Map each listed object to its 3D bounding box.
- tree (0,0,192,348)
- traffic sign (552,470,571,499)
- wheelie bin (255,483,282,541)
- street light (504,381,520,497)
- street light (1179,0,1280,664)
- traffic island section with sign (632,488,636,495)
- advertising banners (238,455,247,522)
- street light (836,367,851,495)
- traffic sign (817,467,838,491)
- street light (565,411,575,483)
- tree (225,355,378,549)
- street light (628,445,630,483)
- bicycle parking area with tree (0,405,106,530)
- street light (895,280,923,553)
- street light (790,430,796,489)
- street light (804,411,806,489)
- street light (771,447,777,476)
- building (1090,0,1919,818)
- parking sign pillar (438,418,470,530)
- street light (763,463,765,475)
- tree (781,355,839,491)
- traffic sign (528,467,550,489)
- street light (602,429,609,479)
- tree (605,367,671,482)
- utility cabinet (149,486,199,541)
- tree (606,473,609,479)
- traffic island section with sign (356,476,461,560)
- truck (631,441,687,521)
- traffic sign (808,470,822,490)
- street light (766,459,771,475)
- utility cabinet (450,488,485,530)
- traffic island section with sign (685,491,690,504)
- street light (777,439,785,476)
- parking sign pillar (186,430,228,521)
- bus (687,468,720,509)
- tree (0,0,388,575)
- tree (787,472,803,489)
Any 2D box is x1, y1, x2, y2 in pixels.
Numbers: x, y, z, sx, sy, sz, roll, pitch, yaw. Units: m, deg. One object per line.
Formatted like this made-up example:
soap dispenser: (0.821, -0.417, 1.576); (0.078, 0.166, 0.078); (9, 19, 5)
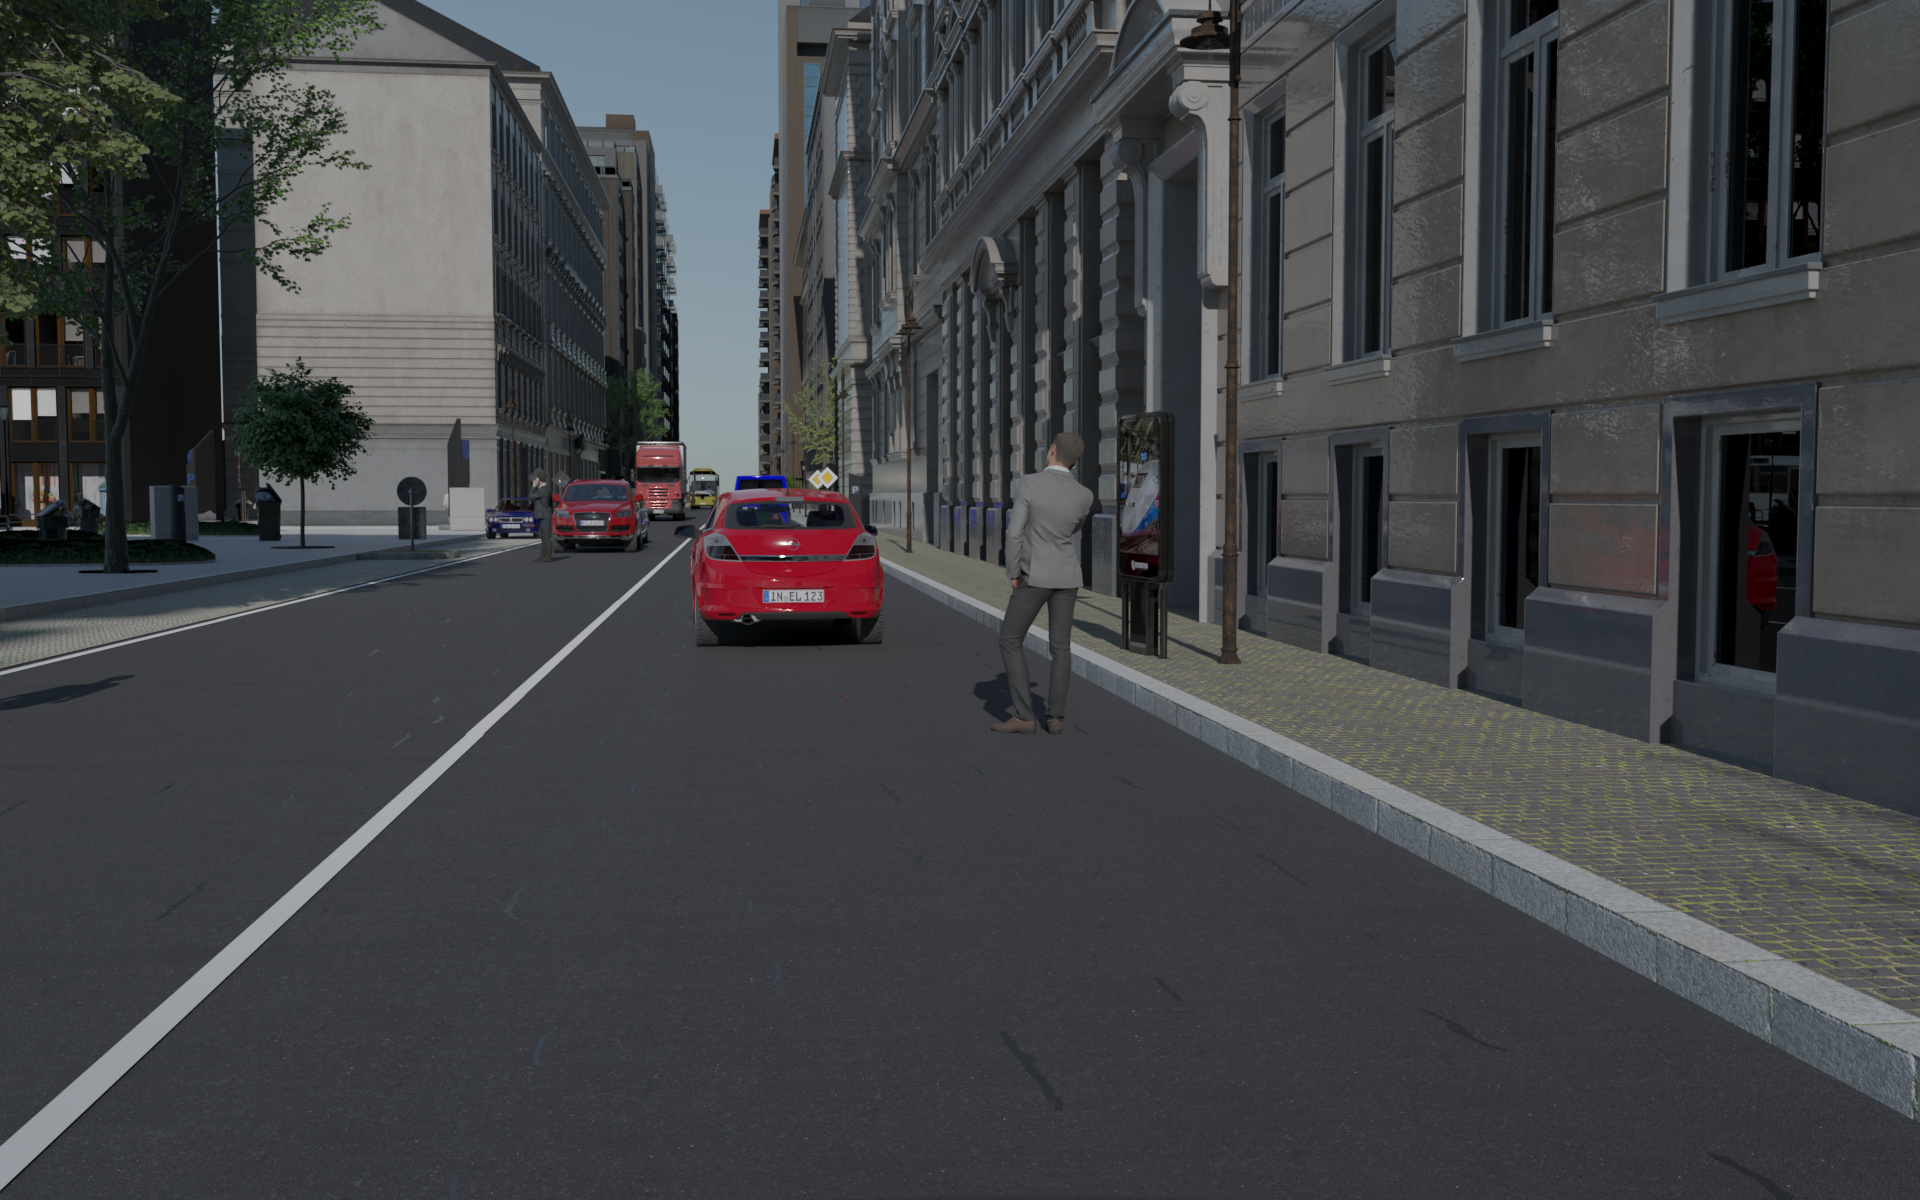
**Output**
tree: (-11.074, -6.016, 16.486); (7.486, 12.596, 7.792); (0, 3, 0)
traffic sign: (-16.283, -4.107, 70.785); (0.795, 2.450, 0.064); (0, 4, -7)
wheelie bin: (-18.975, -2.423, 47.518); (0.693, 1.594, 0.980); (-2, 4, -25)
street light: (-18.364, -6.014, 71.121); (0.468, 5.910, 1.993); (0, 4, -7)
street light: (2.041, -2.457, 12.953); (0.468, 5.910, 1.993); (0, 4, -7)
traffic island section with sign: (-22.636, -6.830, 120.303); (1.989, 1.847, 2.006); (0, 4, -7)
advertising banners: (-30.008, -4.659, 72.370); (0.090, 3.025, 2.074); (-1, 4, -15)
street light: (-4.253, -5.523, 63.083); (0.468, 5.910, 1.993); (0, 4, -7)
traffic sign: (-4.908, -3.701, 64.162); (0.795, 2.450, 0.064); (0, 4, -7)
street light: (-21.660, -7.550, 96.224); (0.468, 5.910, 1.993); (0, 4, -7)
tree: (-15.571, -3.501, 40.960); (4.285, 4.588, 4.351); (0, 3, 0)
street light: (-28.102, -10.648, 146.878); (0.468, 5.910, 1.993); (0, 4, -7)
bicycle parking area with tree: (-33.460, -4.253, 56.545); (8.231, 4.147, 9.016); (1, 4, 19)
street light: (-1.111, -3.968, 37.669); (0.468, 5.910, 1.993); (0, 4, -7)
street light: (-11.675, -9.089, 121.394); (0.468, 5.910, 1.993); (0, 4, -7)
street light: (-8.625, -7.577, 96.665); (0.468, 5.910, 1.993); (0, 4, -7)
street light: (-18.215, -12.189, 172.084); (0.468, 5.910, 1.993); (0, 4, -7)
building: (9.460, -13.754, 10.782); (13.634, 28.700, 20.117); (0, 4, -7)
parking sign pillar: (-18.045, -4.516, 62.306); (1.447, 3.967, 1.447); (-2, 4, -32)
street light: (-24.668, -15.257, 222.238); (0.468, 5.910, 1.993); (0, 4, -7)
tree: (-6.776, -8.483, 89.053); (4.737, 8.622, 4.395); (0, 3, 0)
traffic sign: (-15.271, -3.622, 62.864); (0.795, 2.450, 0.064); (0, 4, -7)
street light: (-24.758, -9.068, 121.047); (0.468, 5.910, 1.993); (0, 4, -7)
tree: (-27.217, -13.174, 141.150); (9.928, 11.665, 9.643); (0, 3, 0)
utility cabinet: (-21.284, -2.339, 46.925); (0.318, 1.500, 1.173); (3, 5, 41)
tree: (-27.351, -8.478, 133.211); (1.663, 3.219, 1.824); (0, 3, 0)
traffic island section with sign: (-12.183, -1.822, 38.419); (1.989, 1.847, 2.006); (0, 4, -7)
truck: (-16.249, -6.450, 94.373); (2.839, 4.237, 11.283); (0, 4, -8)
traffic sign: (-5.920, -4.186, 72.083); (0.795, 2.450, 0.064); (0, 4, -7)
street light: (-21.444, -13.701, 196.791); (0.468, 5.910, 1.993); (0, 4, -7)
utility cabinet: (-17.300, -3.190, 60.835); (1.173, 1.500, 0.318); (-1, 4, -14)
traffic island section with sign: (-42.838, -16.514, 278.627); (1.989, 1.847, 2.006); (0, 4, -7)
street light: (-14.972, -10.612, 146.296); (0.468, 5.910, 1.993); (0, 4, -7)
parking sign pillar: (-31.676, -5.125, 72.263); (1.447, 3.967, 1.447); (1, 4, 12)
bus: (-24.337, -10.611, 165.034); (2.896, 3.916, 12.252); (0, 4, -6)
tree: (-13.592, -6.250, 27.946); (9.928, 11.665, 9.643); (0, 3, 0)
tree: (-14.677, -9.512, 150.124); (1.663, 3.219, 1.824); (0, 3, 0)
